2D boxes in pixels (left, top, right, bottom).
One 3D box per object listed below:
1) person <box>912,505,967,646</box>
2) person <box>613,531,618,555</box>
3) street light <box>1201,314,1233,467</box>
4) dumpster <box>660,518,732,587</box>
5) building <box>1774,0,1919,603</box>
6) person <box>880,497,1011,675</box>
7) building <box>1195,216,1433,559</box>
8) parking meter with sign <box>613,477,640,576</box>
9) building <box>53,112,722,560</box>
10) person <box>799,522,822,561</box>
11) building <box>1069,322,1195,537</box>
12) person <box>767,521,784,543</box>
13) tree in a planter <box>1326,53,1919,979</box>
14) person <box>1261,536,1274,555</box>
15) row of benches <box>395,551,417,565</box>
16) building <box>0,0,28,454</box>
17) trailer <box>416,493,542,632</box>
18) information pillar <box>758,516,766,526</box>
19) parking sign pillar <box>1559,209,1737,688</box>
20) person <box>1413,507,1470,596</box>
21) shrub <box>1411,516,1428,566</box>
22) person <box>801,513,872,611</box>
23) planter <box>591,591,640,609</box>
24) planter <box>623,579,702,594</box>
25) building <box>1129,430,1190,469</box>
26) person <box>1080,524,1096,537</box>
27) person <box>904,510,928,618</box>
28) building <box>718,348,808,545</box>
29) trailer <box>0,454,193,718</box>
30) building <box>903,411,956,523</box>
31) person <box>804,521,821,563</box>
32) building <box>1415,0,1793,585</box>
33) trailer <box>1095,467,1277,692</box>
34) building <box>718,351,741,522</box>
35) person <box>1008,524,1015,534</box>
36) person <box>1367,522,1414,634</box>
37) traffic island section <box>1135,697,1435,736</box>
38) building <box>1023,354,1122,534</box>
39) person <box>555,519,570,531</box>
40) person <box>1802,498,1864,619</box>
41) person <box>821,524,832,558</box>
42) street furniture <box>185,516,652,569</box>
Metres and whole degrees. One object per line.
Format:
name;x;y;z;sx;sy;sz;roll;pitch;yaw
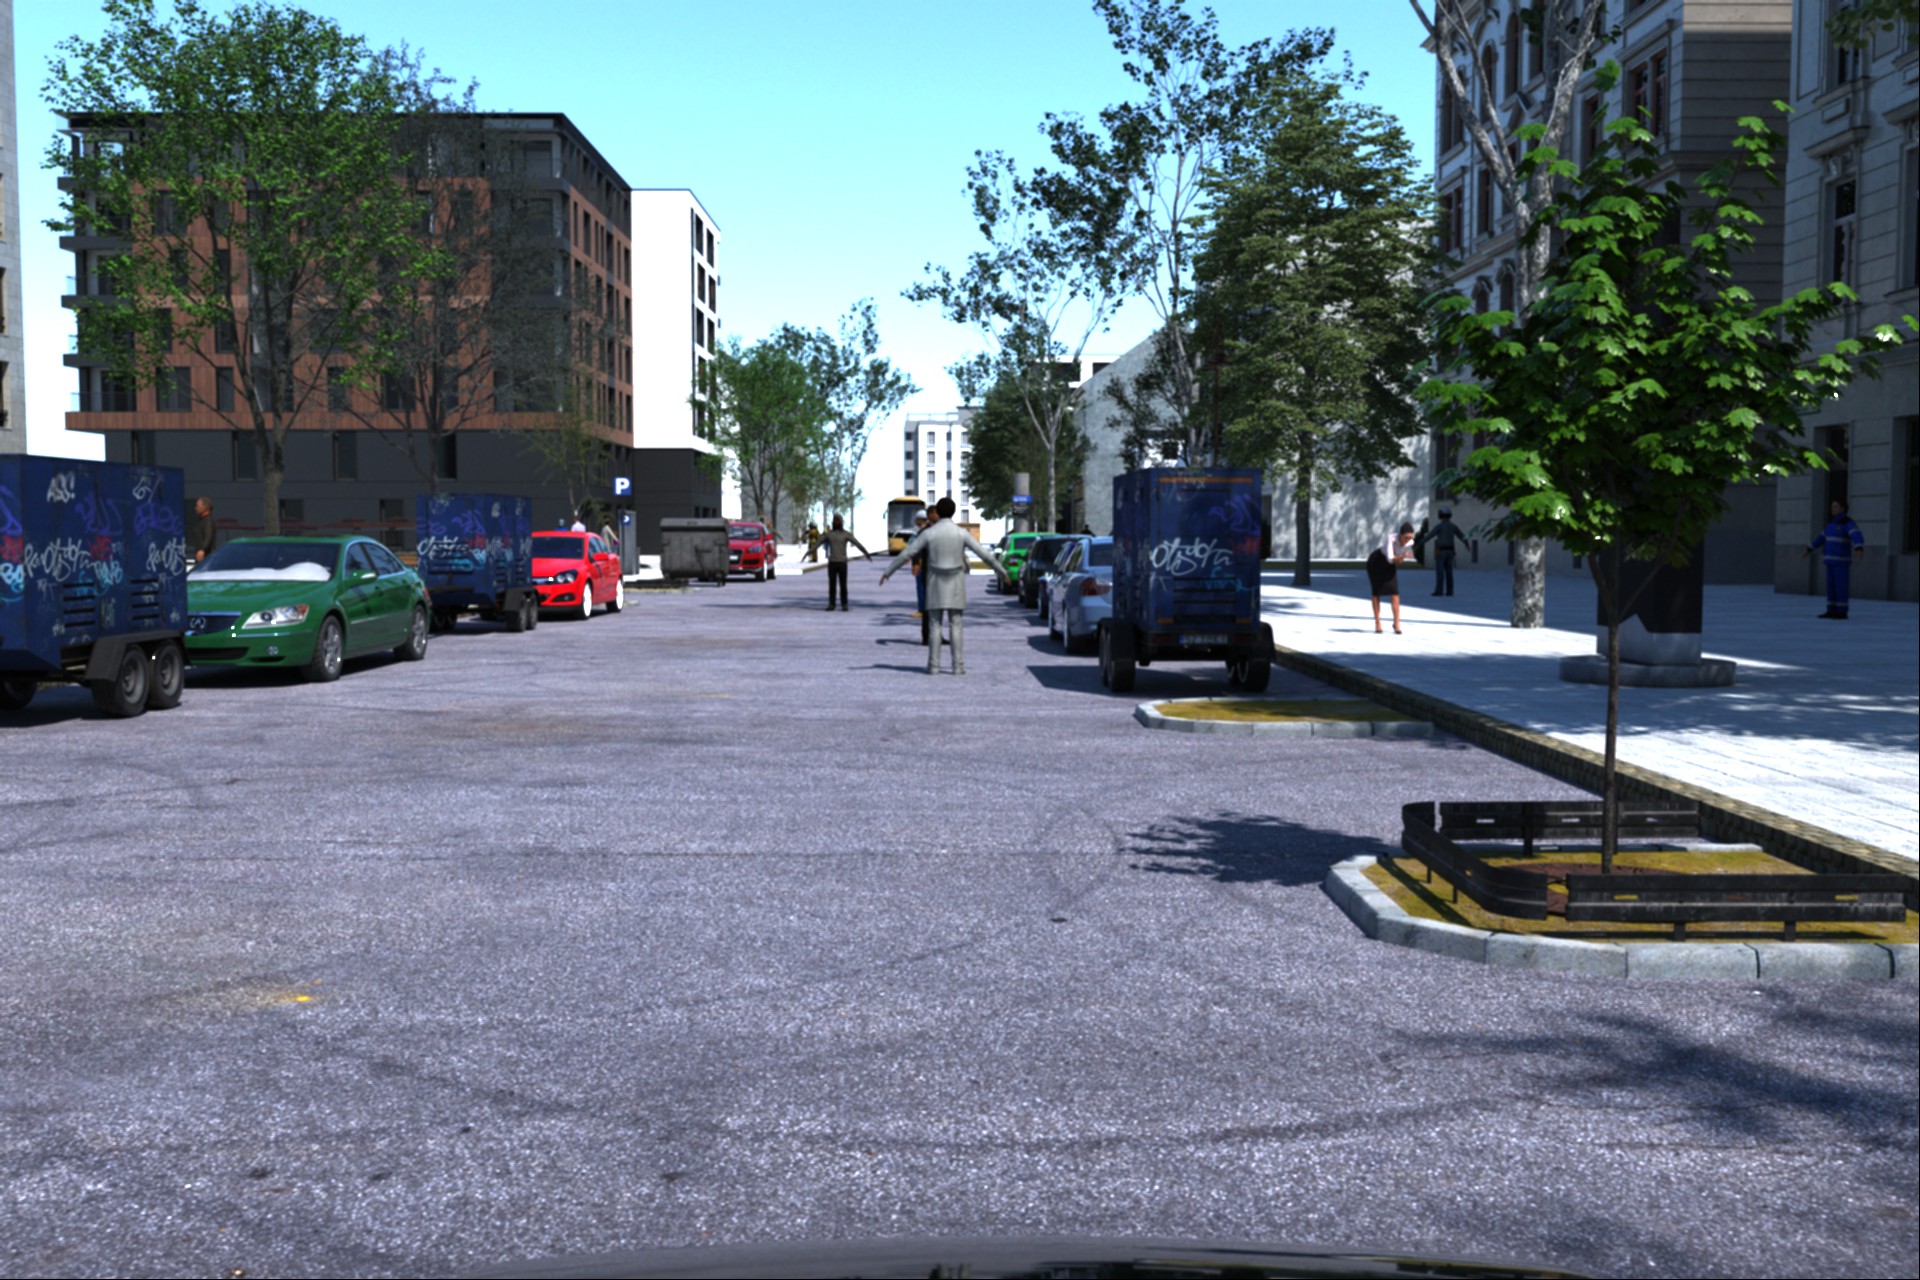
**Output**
person;-0.316;-0.833;22.300;0.704;1.802;1.346;2;4;28
person;-16.432;-4.502;82.873;0.599;1.433;0.991;-2;4;-29
street light;5.410;-3.904;36.620;0.468;5.910;1.993;0;4;0
dumpster;-7.233;-2.392;47.318;1.865;1.857;1.264;0;4;0
building;25.729;-14.616;15.391;17.030;29.872;44.131;0;4;0
person;-0.148;-0.555;17.720;1.347;1.806;0.705;0;4;-3
building;24.640;-14.594;105.074;16.747;18.905;31.486;0;4;0
parking meter with sign;-10.351;-3.532;54.016;0.543;3.016;1.738;0;3;0
building;-29.887;-15.693;100.554;27.936;21.610;32.646;0;4;0
person;-6.793;-4.499;79.702;1.345;1.843;0.704;1;4;14
building;21.880;-21.634;184.643;19.493;23.208;18.063;0;3;0
person;-7.360;-3.694;66.661;1.348;1.796;0.705;1;4;16
tree in a planter;2.462;-0.566;6.482;1.991;3.239;1.994;0;4;0
person;5.087;-1.578;31.870;1.348;1.821;0.705;1;4;13
row of benches;-18.442;-2.853;62.106;4.104;0.672;1.422;-2;4;-31
building;-30.532;-11.291;38.487;10.420;20.400;16.860;0;4;-1
trailer;-7.073;-1.087;24.814;1.471;1.999;3.904;0;4;0
information pillar;-8.167;-4.103;71.575;0.304;2.012;0.304;0;4;1
parking sign pillar;5.996;-1.623;15.017;1.447;3.967;1.447;0;4;0
person;10.030;-1.839;35.905;1.345;1.849;0.704;-1;4;-17
shrub;18.766;-3.979;69.099;1.661;2.075;1.752;0;3;0
person;-2.283;-1.448;32.255;1.348;1.813;0.705;1;4;10
planter;-7.410;-0.800;34.217;1.991;0.319;1.994;0;3;0
planter;-7.391;-1.306;42.498;1.991;0.319;1.994;0;4;1
building;19.340;-12.100;139.979;9.099;9.664;28.070;0;4;0
person;6.840;-5.324;93.229;1.347;1.806;0.705;2;4;31
person;-0.669;-1.314;29.796;0.705;1.847;1.347;1;4;14
building;-28.516;-23.103;208.655;19.493;23.208;18.063;0;3;0
trailer;-7.148;-0.368;13.064;1.471;1.999;3.904;0;4;-1
building;-7.938;-24.384;257.548;11.380;20.090;16.016;-1;4;-10
person;-6.609;-4.426;78.141;0.705;1.858;1.354;2;4;27
building;24.059;-16.323;54.273;14.401;28.519;23.554;0;4;-1
trailer;2.035;-0.592;16.723;1.471;1.999;3.904;0;4;-2
building;-29.232;-19.748;179.302;16.016;20.090;11.380;0;4;-1
person;2.843;-5.073;89.088;1.346;1.812;0.704;-1;4;-13
person;5.563;-0.796;22.239;0.799;1.438;0.628;3;5;40
traffic island section;2.375;0.586;13.280;1.991;0.108;1.994;0;4;0
building;21.597;-22.604;213.548;27.936;21.610;32.646;0;4;-1
person;-14.554;-3.497;63.297;1.347;1.817;0.704;0;4;2
person;13.262;-1.238;26.211;0.704;1.831;1.345;-1;4;-8
person;-6.890;-5.201;91.009;1.349;1.833;0.705;0;4;5
street furniture;-23.510;-4.072;71.603;27.439;1.986;14.083;1;4;9
